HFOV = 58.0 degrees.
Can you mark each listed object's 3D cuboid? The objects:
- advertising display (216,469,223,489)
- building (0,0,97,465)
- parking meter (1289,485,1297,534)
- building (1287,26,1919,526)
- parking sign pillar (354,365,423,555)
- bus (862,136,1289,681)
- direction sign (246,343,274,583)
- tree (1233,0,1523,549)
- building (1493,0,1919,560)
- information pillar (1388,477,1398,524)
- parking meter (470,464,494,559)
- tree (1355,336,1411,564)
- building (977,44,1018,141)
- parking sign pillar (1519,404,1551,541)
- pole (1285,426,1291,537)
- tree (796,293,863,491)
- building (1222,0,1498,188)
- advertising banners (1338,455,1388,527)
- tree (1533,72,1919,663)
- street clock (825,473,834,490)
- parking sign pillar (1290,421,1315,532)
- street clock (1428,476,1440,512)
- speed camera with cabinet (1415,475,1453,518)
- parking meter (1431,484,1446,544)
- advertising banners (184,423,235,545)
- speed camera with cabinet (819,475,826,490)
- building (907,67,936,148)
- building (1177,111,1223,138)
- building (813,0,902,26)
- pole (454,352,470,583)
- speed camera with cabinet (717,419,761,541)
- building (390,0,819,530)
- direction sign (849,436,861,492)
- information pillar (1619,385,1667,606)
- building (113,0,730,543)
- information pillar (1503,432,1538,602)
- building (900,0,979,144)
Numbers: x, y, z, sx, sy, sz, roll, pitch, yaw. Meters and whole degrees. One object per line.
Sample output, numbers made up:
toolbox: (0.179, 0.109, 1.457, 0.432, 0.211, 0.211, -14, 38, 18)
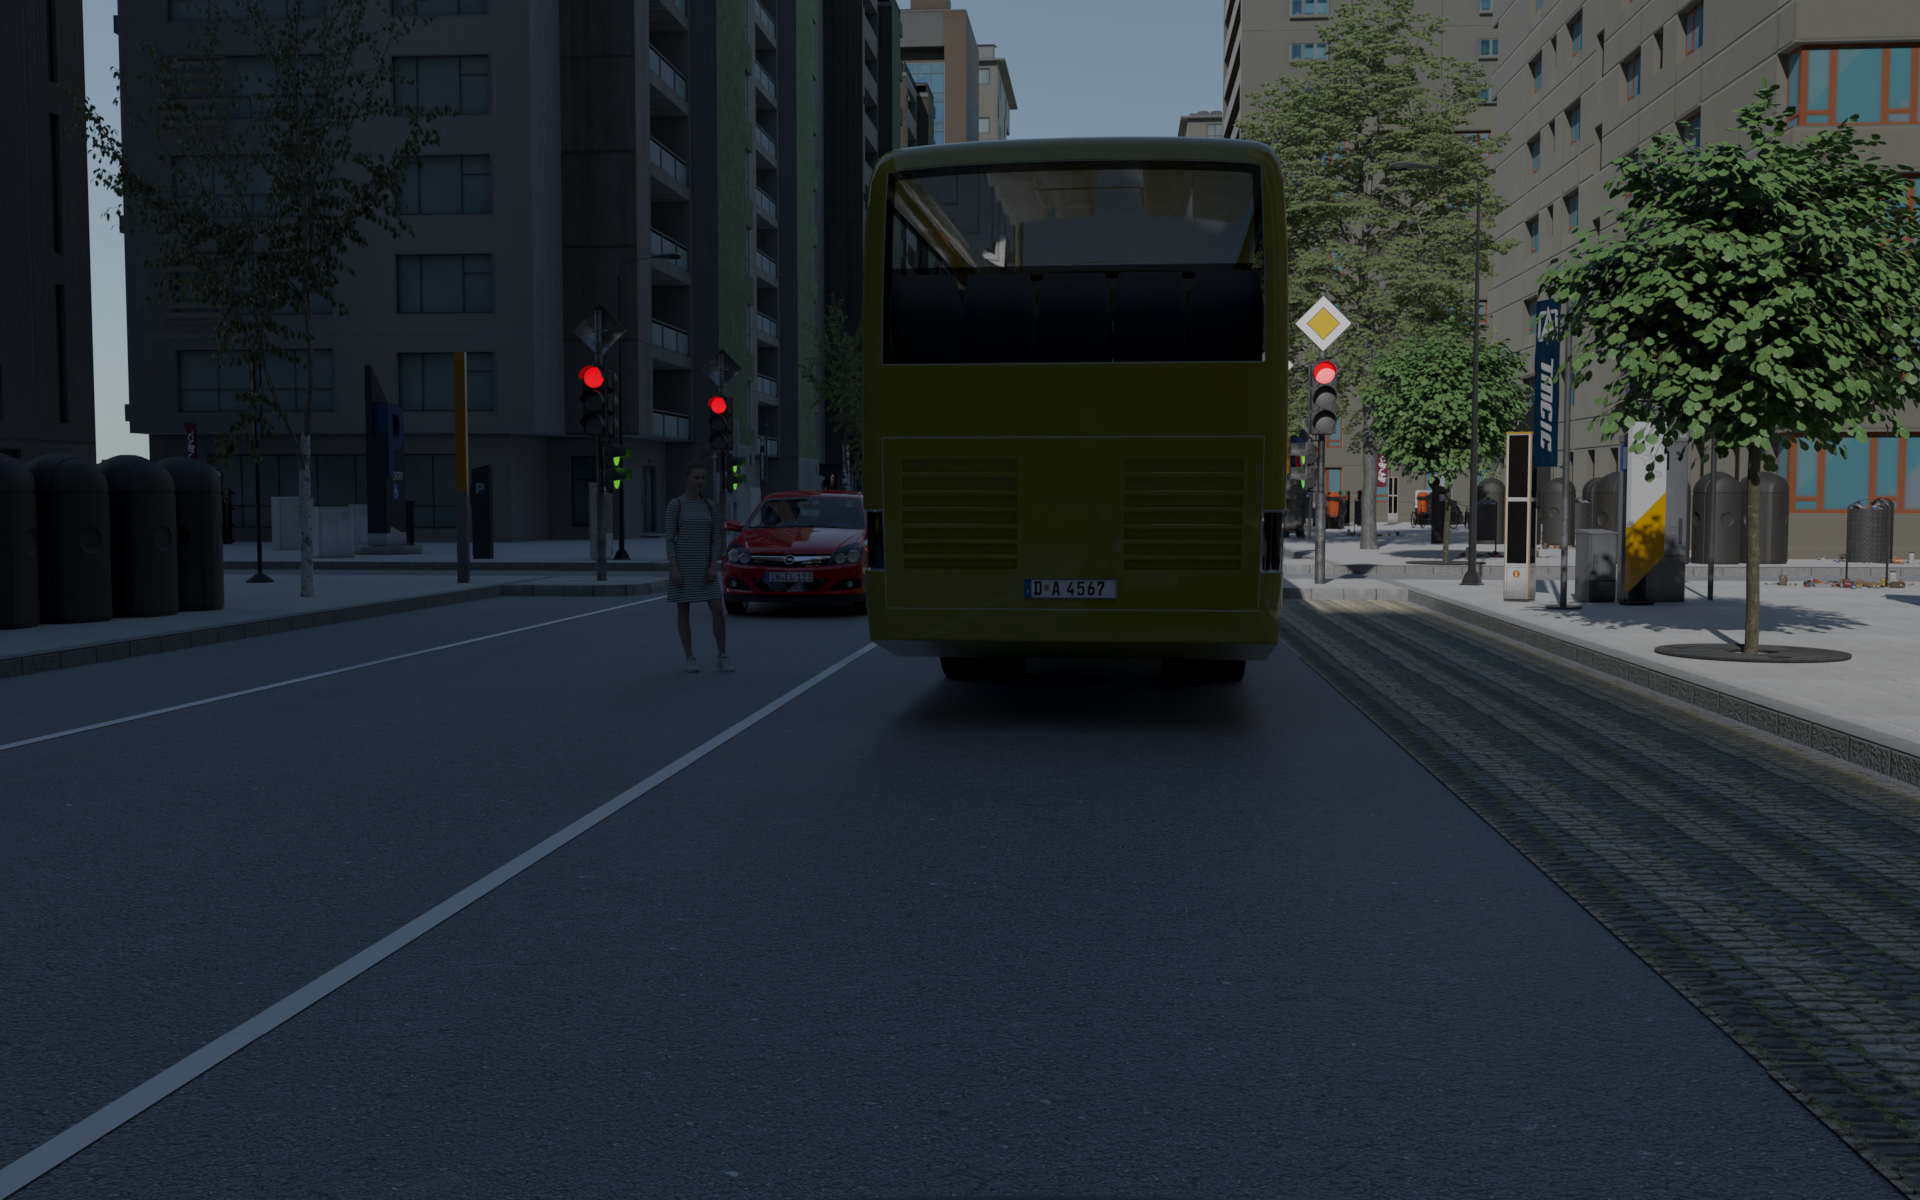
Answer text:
advertising display: (-19.602, -2.422, 44.818, 0.974, 1.923, 0.123, -2, 4, -27)
building: (-34.256, -16.828, 46.847, 14.107, 30.474, 14.160, 0, 4, 5)
parking meter: (10.757, -3.100, 56.402, 0.399, 1.863, 0.255, 1, 4, 18)
building: (31.516, -15.070, 91.439, 27.650, 21.520, 28.899, 0, 4, 5)
parking sign pillar: (-12.257, -2.967, 36.977, 1.447, 3.967, 1.447, 0, 4, 0)
bus: (1.371, -1.509, 16.213, 2.896, 3.916, 12.252, 0, 4, 7)
direction sign: (-10.176, -2.023, 25.080, 0.379, 3.537, 0.876, -2, 4, -31)
tree: (9.175, -7.437, 39.717, 7.486, 12.596, 7.792, 0, 3, 0)
building: (31.759, -12.283, 45.868, 28.899, 21.520, 27.650, 0, 4, 5)
information pillar: (18.568, -4.268, 74.273, 0.304, 2.012, 0.304, -2, 4, -31)
parking meter: (-9.470, -1.748, 34.297, 0.399, 1.863, 0.255, 0, 4, 5)
tree: (8.869, -2.937, 31.726, 4.285, 4.588, 4.351, 0, 3, 0)
building: (-8.042, -37.939, 209.533, 28.713, 52.752, 27.495, 0, 4, 5)
parking sign pillar: (15.948, -3.657, 48.265, 1.447, 3.967, 1.447, -1, 4, -10)
pole: (9.690, -3.522, 51.425, 0.158, 3.312, 0.155, 0, 3, 0)
tree: (-3.905, -6.950, 63.995, 4.737, 8.622, 4.395, 0, 3, 0)
building: (30.905, -30.914, 129.143, 21.300, 48.544, 21.600, 0, 4, 5)
advertising banners: (15.905, -4.413, 68.346, 2.074, 3.025, 0.090, 1, 4, 22)
tree: (6.304, -1.838, 13.769, 4.285, 4.588, 4.351, 0, 3, 0)
street clock: (-4.563, -3.427, 60.602, 0.358, 2.002, 0.471, 1, 4, 12)
parking sign pillar: (11.480, -4.309, 58.920, 1.447, 3.967, 1.447, -1, 4, -22)
street clock: (18.985, -3.966, 69.410, 0.471, 2.002, 0.358, 1, 4, 20)
speed camera with cabinet: (20.497, -4.923, 74.834, 2.038, 3.252, 0.660, -3, 5, -41)
parking meter: (12.400, -2.228, 44.843, 0.372, 1.533, 0.369, 0, 3, 0)
advertising banners: (-18.821, -2.889, 43.424, 0.090, 3.025, 2.074, 1, 4, 8)
speed camera with cabinet: (-7.247, -5.569, 85.390, 0.660, 3.252, 2.038, 1, 4, 19)
building: (-9.331, -21.111, 116.865, 14.160, 30.474, 14.107, 0, 4, 5)
building: (43.734, -39.468, 234.540, 28.713, 52.752, 27.495, 0, 4, 5)
building: (-10.936, -19.779, 95.089, 14.160, 30.474, 14.107, 0, 4, 5)
pole: (-7.170, -1.902, 24.937, 0.158, 3.312, 0.155, 0, 3, 0)
speed camera with cabinet: (-5.902, -3.174, 46.224, 0.660, 3.252, 2.038, 1, 4, 11)
building: (-14.142, -23.811, 72.903, 14.154, 41.232, 14.086, 0, 4, 5)
direction sign: (-3.915, -4.653, 68.068, 0.876, 3.537, 0.379, 1, 4, 8)
information pillar: (7.893, -1.747, 19.916, 0.504, 3.616, 0.183, -1, 4, -17)
building: (-14.488, -22.459, 50.802, 14.154, 41.232, 14.086, 0, 4, 5)
information pillar: (6.691, -0.988, 20.654, 0.304, 2.012, 0.304, 2, 4, 34)
building: (-5.704, -31.139, 159.232, 14.600, 45.320, 14.200, 0, 4, 5)
